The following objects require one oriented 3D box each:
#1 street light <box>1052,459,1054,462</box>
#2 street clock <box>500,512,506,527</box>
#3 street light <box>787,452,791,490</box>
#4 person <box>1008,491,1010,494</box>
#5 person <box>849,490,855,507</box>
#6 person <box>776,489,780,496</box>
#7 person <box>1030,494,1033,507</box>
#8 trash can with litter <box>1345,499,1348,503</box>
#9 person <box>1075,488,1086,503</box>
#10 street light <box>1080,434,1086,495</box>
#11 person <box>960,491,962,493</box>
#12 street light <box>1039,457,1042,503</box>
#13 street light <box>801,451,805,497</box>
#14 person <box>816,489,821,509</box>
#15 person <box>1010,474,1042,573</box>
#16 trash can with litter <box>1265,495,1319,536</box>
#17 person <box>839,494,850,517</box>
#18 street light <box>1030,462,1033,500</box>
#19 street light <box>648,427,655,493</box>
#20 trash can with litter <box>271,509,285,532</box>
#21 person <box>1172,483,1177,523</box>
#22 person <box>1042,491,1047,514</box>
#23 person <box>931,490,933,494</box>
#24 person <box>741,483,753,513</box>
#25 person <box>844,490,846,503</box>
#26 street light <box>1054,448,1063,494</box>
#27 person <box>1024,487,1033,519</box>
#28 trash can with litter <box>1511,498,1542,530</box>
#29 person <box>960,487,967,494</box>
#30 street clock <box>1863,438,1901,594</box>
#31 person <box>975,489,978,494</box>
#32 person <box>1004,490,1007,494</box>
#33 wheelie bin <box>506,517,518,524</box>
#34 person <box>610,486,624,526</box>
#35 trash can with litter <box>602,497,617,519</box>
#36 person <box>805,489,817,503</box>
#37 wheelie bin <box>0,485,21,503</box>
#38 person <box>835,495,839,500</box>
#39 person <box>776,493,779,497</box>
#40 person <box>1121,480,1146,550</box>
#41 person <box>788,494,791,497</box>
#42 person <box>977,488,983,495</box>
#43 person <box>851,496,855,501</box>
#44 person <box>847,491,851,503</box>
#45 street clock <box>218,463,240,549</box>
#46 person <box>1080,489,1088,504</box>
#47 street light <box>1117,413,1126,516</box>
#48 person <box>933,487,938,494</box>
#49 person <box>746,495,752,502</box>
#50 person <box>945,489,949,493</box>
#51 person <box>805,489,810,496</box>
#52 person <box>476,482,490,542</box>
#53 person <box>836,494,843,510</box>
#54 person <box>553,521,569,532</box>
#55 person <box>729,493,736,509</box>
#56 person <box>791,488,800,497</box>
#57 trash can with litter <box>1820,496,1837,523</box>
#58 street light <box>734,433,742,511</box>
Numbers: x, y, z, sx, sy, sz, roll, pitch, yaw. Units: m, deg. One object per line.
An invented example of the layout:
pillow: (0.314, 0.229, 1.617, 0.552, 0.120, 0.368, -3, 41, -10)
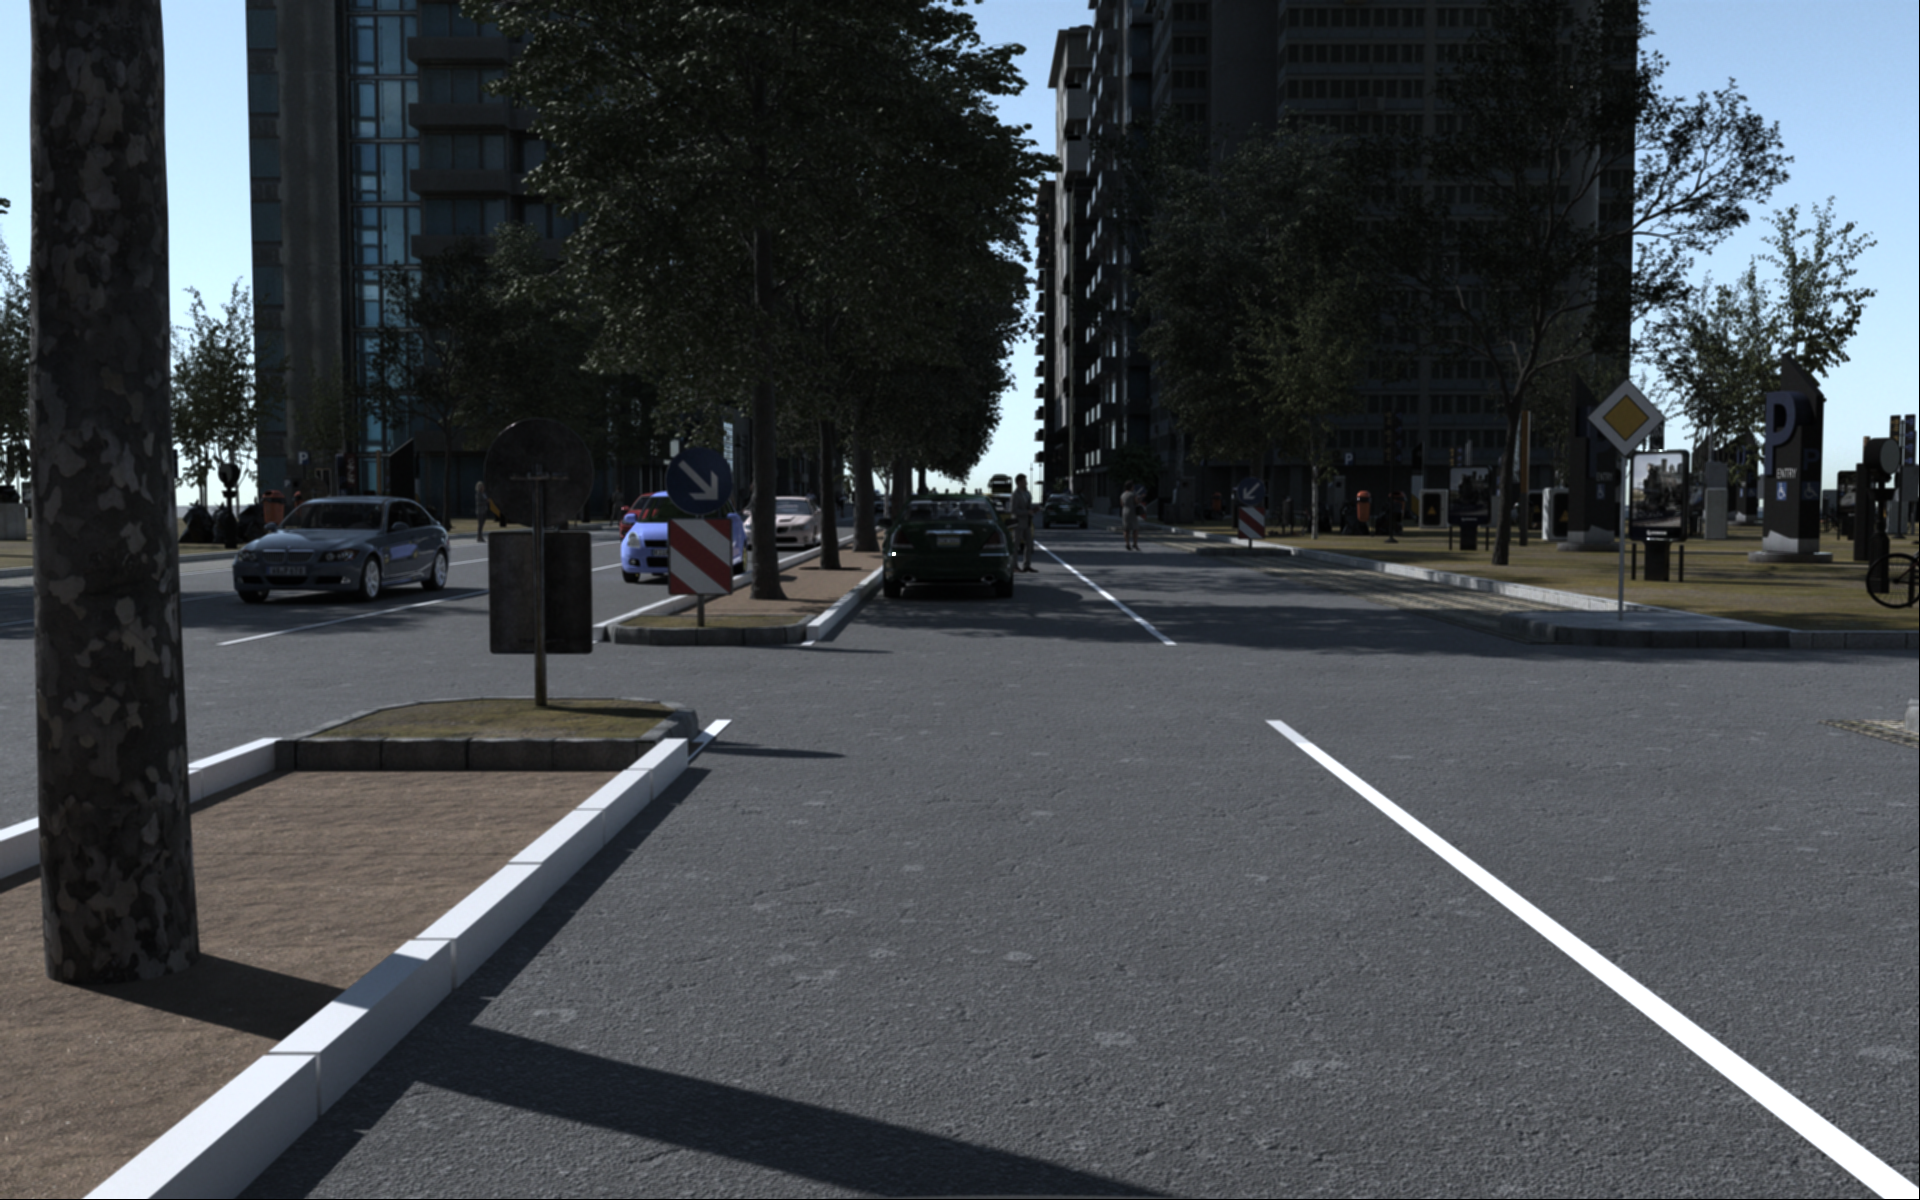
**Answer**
street light: (9.946, -12.831, 182.581, 0.468, 5.910, 1.993, 0, 4, 0)
street clock: (-17.801, -3.843, 67.406, 0.471, 2.002, 0.358, 1, 4, 14)
street light: (-16.218, -11.702, 164.108, 0.468, 5.910, 1.993, 0, 4, 0)
person: (5.771, -11.905, 203.288, 0.705, 1.807, 1.348, 1, 4, 22)
person: (-11.265, -10.788, 184.974, 1.348, 1.812, 0.705, 2, 4, 28)
person: (-16.101, -8.897, 151.965, 0.683, 1.767, 0.568, 1, 4, 12)
person: (7.793, -11.110, 193.375, 0.599, 1.433, 0.991, -3, 5, -43)
trash can with litter: (18.890, -4.587, 86.389, 0.624, 1.170, 1.055, 3, 4, 37)
person: (6.914, -5.644, 100.917, 0.705, 1.807, 1.348, 3, 4, 36)
street light: (9.530, -9.856, 133.928, 0.468, 5.910, 1.993, 0, 4, 0)
person: (0.080, -9.302, 161.112, 0.617, 1.759, 0.750, 1, 4, 16)
street light: (10.086, -14.952, 217.256, 0.468, 5.910, 1.993, 0, 4, 0)
street light: (-16.198, -12.541, 177.840, 0.468, 5.910, 1.993, 0, 4, 0)
person: (-9.004, -6.232, 110.926, 0.750, 1.759, 0.617, -3, 5, -40)
person: (1.187, -1.399, 31.565, 0.583, 1.804, 0.606, 1, 4, 19)
trash can with litter: (10.136, -2.632, 54.091, 1.678, 1.210, 2.233, -1, 4, -19)
person: (-7.090, -5.777, 106.148, 0.628, 1.438, 0.799, 0, 4, 4)
street light: (10.381, -17.073, 251.929, 0.468, 5.910, 1.993, 0, 4, 0)
street light: (-16.745, -7.460, 94.760, 0.468, 5.910, 1.993, 0, 4, 0)
trash can with litter: (-20.737, -2.487, 51.720, 1.678, 1.210, 2.233, 1, 4, 20)
person: (9.709, -4.340, 77.228, 0.478, 1.798, 0.641, 0, 4, 0)
person: (6.227, -7.168, 127.164, 0.415, 1.643, 0.593, -3, 4, -37)
person: (-2.121, -7.758, 135.868, 0.617, 1.759, 0.750, -3, 4, -36)
person: (-6.186, -2.682, 52.617, 0.850, 1.792, 0.678, 1, 4, 16)
person: (-15.949, -14.331, 240.485, 0.705, 1.807, 1.348, 0, 4, 6)
street light: (9.721, -11.979, 168.644, 0.468, 5.910, 1.993, 0, 4, 0)
person: (2.924, -4.087, 75.805, 0.515, 1.767, 0.782, 3, 5, 41)
trash can with litter: (20.304, -3.073, 61.629, 1.055, 1.170, 0.624, -1, 4, -16)
person: (0.204, -5.770, 102.795, 1.348, 1.831, 0.705, 1, 4, 10)
street clock: (11.893, -1.089, 22.375, 0.471, 2.002, 0.358, -2, 4, -30)
person: (1.145, -6.990, 122.930, 0.705, 1.807, 1.348, 3, 4, 36)
person: (3.573, -7.641, 134.222, 1.217, 1.735, 0.721, 2, 4, 27)
wheelie bin: (-19.341, -4.068, 74.416, 0.693, 1.594, 0.980, -3, 5, -43)
person: (-15.132, -4.131, 76.313, 0.520, 1.790, 0.573, -3, 5, -43)
trash can with litter: (-17.963, -4.763, 89.266, 0.624, 1.170, 1.055, 2, 4, 24)
person: (-8.373, -5.360, 97.066, 0.756, 1.711, 0.436, -1, 4, -16)
wheelie bin: (-33.892, -3.286, 61.631, 0.693, 1.594, 0.980, 2, 4, 30)
person: (-10.583, -8.160, 141.878, 1.348, 1.831, 0.705, 0, 4, -5)
person: (-14.732, -7.877, 137.374, 0.705, 1.814, 1.350, 2, 4, 34)
person: (4.465, -2.158, 44.141, 0.716, 1.782, 0.532, 3, 5, 43)
person: (-13.202, -7.416, 132.990, 0.421, 1.427, 0.697, 1, 4, 22)
person: (1.415, -6.860, 120.653, 1.348, 1.826, 0.705, 0, 4, 6)
person: (-7.180, -6.995, 123.684, 1.217, 1.723, 0.721, 0, 3, 0)
person: (-15.777, -14.584, 245.179, 1.217, 1.739, 0.721, -3, 5, -41)
street clock: (-17.114, -2.204, 40.598, 0.471, 2.002, 0.358, 2, 4, 25)
person: (7.583, -5.950, 106.570, 0.721, 1.735, 1.217, 2, 4, 30)
street light: (9.247, -7.735, 99.254, 0.468, 5.910, 1.993, 0, 4, 0)
person: (-1.646, -5.988, 106.267, 0.599, 1.838, 0.709, -2, 4, -33)
person: (-11.322, -5.412, 96.623, 1.348, 1.869, 0.705, -1, 4, -22)
person: (-0.914, -7.233, 126.772, 0.705, 1.823, 1.348, -2, 4, -31)
person: (-10.514, -6.848, 120.913, 0.568, 1.767, 0.683, 0, 3, 0)
person: (-14.075, -2.601, 51.213, 0.526, 1.800, 0.537, 2, 4, 25)
person: (-10.716, -8.714, 154.207, 0.697, 1.427, 0.421, 1, 4, 14)
person: (-11.979, -2.625, 51.520, 0.694, 1.812, 0.767, 1, 4, 21)
person: (-5.011, -1.724, 37.028, 0.374, 1.781, 0.599, 2, 4, 28)
person: (-9.676, -5.654, 101.477, 0.617, 1.759, 0.750, -1, 4, -15)
trash can with litter: (39.446, -4.117, 78.366, 2.233, 1.210, 1.678, -3, 5, -42)
street light: (-16.562, -9.581, 129.434, 0.468, 5.910, 1.993, 0, 4, 0)
